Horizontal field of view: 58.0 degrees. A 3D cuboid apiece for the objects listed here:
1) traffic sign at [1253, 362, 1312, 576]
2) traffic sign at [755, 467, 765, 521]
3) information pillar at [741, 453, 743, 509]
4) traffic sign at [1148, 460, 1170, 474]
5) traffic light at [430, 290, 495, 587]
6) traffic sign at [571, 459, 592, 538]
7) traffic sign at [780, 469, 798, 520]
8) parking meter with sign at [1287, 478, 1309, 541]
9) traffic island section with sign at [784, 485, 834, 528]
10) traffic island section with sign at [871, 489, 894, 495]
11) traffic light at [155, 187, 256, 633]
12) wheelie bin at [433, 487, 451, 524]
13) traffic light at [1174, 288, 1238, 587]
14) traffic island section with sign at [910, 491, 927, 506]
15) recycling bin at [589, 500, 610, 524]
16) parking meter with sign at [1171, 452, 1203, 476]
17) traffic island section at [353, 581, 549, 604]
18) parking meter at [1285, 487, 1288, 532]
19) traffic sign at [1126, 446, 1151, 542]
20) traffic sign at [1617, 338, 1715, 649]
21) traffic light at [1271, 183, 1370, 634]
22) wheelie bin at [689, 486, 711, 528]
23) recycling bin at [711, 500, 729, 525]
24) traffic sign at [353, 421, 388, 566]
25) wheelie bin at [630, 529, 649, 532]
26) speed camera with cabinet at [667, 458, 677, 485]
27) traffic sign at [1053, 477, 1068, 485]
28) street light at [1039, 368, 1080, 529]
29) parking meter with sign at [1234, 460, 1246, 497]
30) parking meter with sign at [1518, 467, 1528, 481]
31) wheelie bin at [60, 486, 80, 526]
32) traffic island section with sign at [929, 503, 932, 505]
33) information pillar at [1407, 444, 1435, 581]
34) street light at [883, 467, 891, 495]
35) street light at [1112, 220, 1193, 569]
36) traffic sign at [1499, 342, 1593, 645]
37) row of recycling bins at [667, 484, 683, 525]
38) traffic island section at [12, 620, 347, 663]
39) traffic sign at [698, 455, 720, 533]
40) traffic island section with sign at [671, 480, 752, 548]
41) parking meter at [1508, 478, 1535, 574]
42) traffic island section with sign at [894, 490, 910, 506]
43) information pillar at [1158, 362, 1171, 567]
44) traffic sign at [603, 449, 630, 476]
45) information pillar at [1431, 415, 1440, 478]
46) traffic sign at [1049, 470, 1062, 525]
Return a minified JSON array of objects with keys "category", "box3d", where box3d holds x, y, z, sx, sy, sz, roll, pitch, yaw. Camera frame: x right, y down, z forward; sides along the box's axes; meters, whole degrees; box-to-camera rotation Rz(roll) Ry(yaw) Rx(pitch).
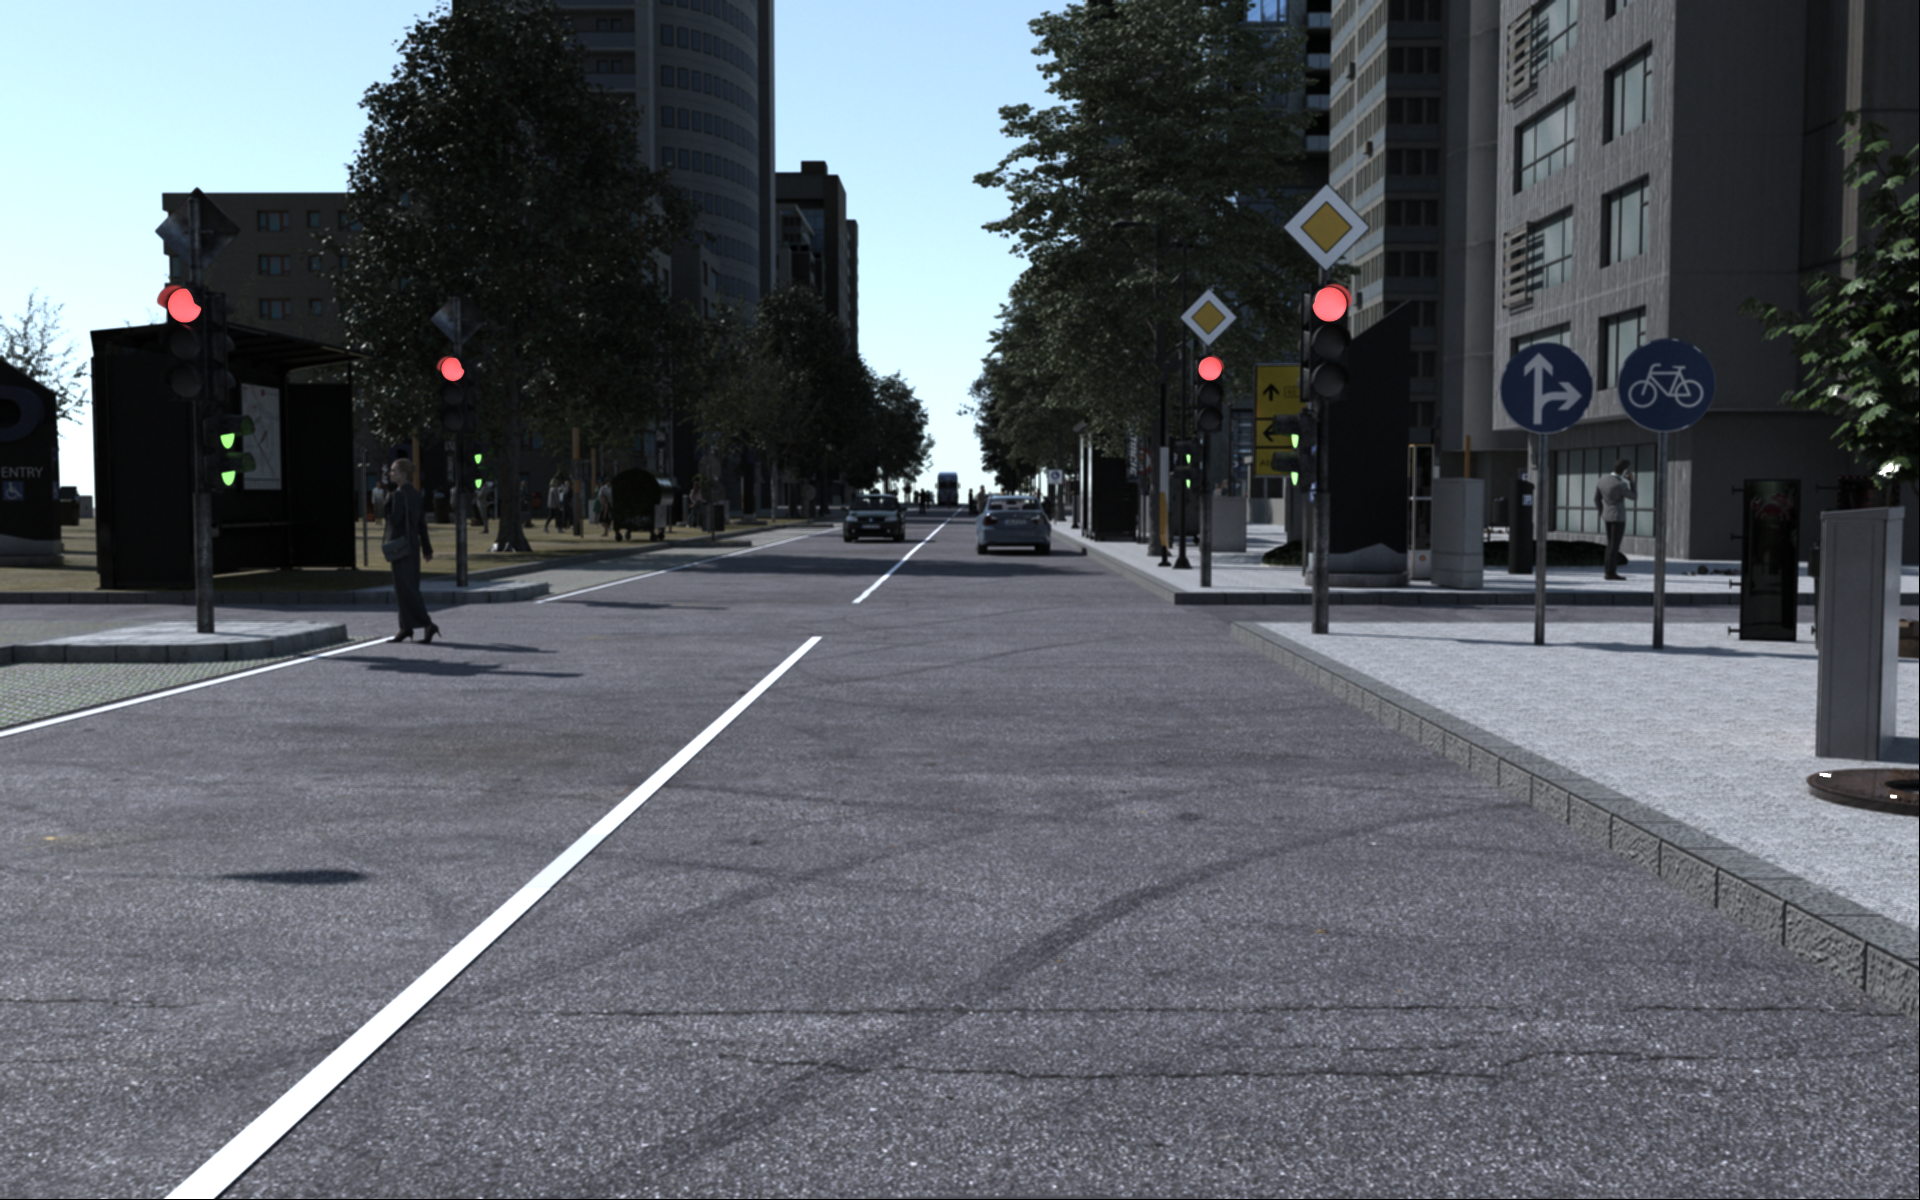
[{"category":"traffic sign","box3d":[5.676,-2.014,26.804,2.265,3.308,0.079,0,4,7]},{"category":"traffic sign","box3d":[-9.702,-5.034,82.307,0.884,2.594,0.081,0,4,5]},{"category":"information pillar","box3d":[-10.299,-5.644,83.630,0.504,3.616,0.183,0,4,-8]},{"category":"traffic sign","box3d":[6.063,-3.243,53.131,0.768,2.556,0.104,0,4,4]},{"category":"traffic light","box3d":[-6.885,-2.139,23.898,0.839,4.253,0.868,0,4,1]},{"category":"traffic sign","box3d":[-10.984,-2.946,50.297,0.606,2.300,0.079,0,4,6]},{"category":"traffic sign","box3d":[-8.293,-5.138,84.015,0.884,2.594,0.081,0,4,8]},{"category":"parking meter with sign","box3d":[8.576,-2.905,43.752,0.543,3.016,1.738,2,4,24]},{"category":"traffic island section with sign","box3d":[-6.424,-3.992,73.891,1.989,1.847,2.006,0,4,1]},{"category":"traffic island section with sign","box3d":[-5.933,-7.005,123.157,1.989,1.847,2.006,0,4,1]},{"category":"traffic light","box3d":[-6.966,-1.651,15.913,0.839,4.253,0.868,0,4,1]},{"category":"wheelie bin","box3d":[-22.408,-4.094,74.839,0.693,1.594,0.980,-2,4,-29]},{"category":"traffic light","box3d":[3.376,-2.134,23.811,0.839,4.253,0.868,0,4,1]},{"category":"traffic island section with sign","box3d":[-5.105,-12.042,205.511,1.989,1.847,2.006,0,4,1]},{"category":"recycling bin","box3d":[-15.682,-3.848,75.470,0.722,1.027,0.722,1,4,22]},{"category":"parking meter with sign","box3d":[9.575,-4.573,71.022,1.738,3.016,0.543,2,4,27]},{"category":"traffic island section","box3d":[-6.925,-0.107,24.033,2.009,0.180,2.903,0,4,1]},{"category":"parking meter","box3d":[11.074,-3.032,57.990,0.372,1.533,0.369,0,3,0]},{"category":"traffic sign","box3d":[4.804,-2.824,46.281,0.768,2.556,0.104,0,4,1]},{"category":"traffic sign","box3d":[5.786,-0.867,14.279,0.768,2.556,0.104,1,4,9]},{"category":"traffic light","box3d":[3.295,-1.646,15.826,0.839,4.253,0.868,0,4,1]},{"category":"wheelie bin","box3d":[-9.849,-3.556,66.044,0.980,1.594,0.693,0,4,-1]},{"category":"recycling bin","box3d":[-10.106,-3.663,72.439,0.722,1.027,0.722,1,4,15]},{"category":"traffic sign","box3d":[-10.544,-1.875,30.665,0.884,2.594,0.081,1,4,10]},{"category":"wheelie bin","box3d":[-10.978,-3.141,59.269,0.980,1.594,0.693,1,4,13]},{"category":"speed camera with cabinet","box3d":[-16.555,-6.250,96.522,0.660,3.252,2.038,-3,5,-41]},{"category":"traffic sign","box3d":[5.611,-5.922,96.827,0.884,2.594,0.081,0,4,3]},{"category":"street light","box3d":[3.735,-5.597,64.058,1.470,5.913,1.316,0,4,1]},{"category":"parking meter with sign","box3d":[14.668,-5.763,90.480,0.543,3.016,1.738,2,4,31]},{"category":"parking meter with sign","box3d":[15.761,-3.165,48.004,0.543,3.016,1.738,3,4,36]},{"category":"wheelie bin","box3d":[-36.160,-3.813,70.256,0.980,1.594,0.693,0,4,-3]},{"category":"traffic island section with sign","box3d":[-4.818,-13.747,233.391,1.989,1.847,2.006,0,4,1]},{"category":"information pillar","box3d":[6.831,-1.297,25.694,0.304,2.012,0.304,0,4,-1]},{"category":"street light","box3d":[-6.968,-12.035,169.319,1.470,5.913,1.316,0,4,1]},{"category":"street light","box3d":[3.274,-3.487,29.558,1.470,5.913,1.316,0,4,1]},{"category":"traffic sign","box3d":[4.935,-0.891,14.673,0.768,2.556,0.104,0,4,5]},{"category":"row of recycling bins","box3d":[-12.580,-4.041,73.186,1.069,1.692,3.534,1,4,8]},{"category":"traffic island section","box3d":[-7.006,0.381,16.048,2.009,0.180,2.903,0,4,1]},{"category":"traffic sign","box3d":[-8.282,-3.489,57.150,0.768,2.556,0.104,1,4,10]},{"category":"traffic island section with sign","box3d":[-6.698,-2.343,46.937,1.989,1.847,2.006,0,4,1]},{"category":"parking meter","box3d":[9.017,-1.187,27.819,0.372,1.533,0.369,0,3,0]},{"category":"traffic island section with sign","box3d":[-5.650,-8.710,151.043,1.989,1.847,2.006,0,4,1]},{"category":"information pillar","box3d":[3.623,-2.404,30.652,0.183,3.616,0.504,1,4,15]},{"category":"traffic sign","box3d":[-9.774,-3.008,49.281,0.768,2.556,0.104,0,4,3]},{"category":"information pillar","box3d":[13.994,-3.649,51.020,0.183,3.616,0.504,3,4,38]},{"category":"traffic sign","box3d":[3.987,-4.302,72.461,0.606,2.300,0.079,0,4,2]}]
